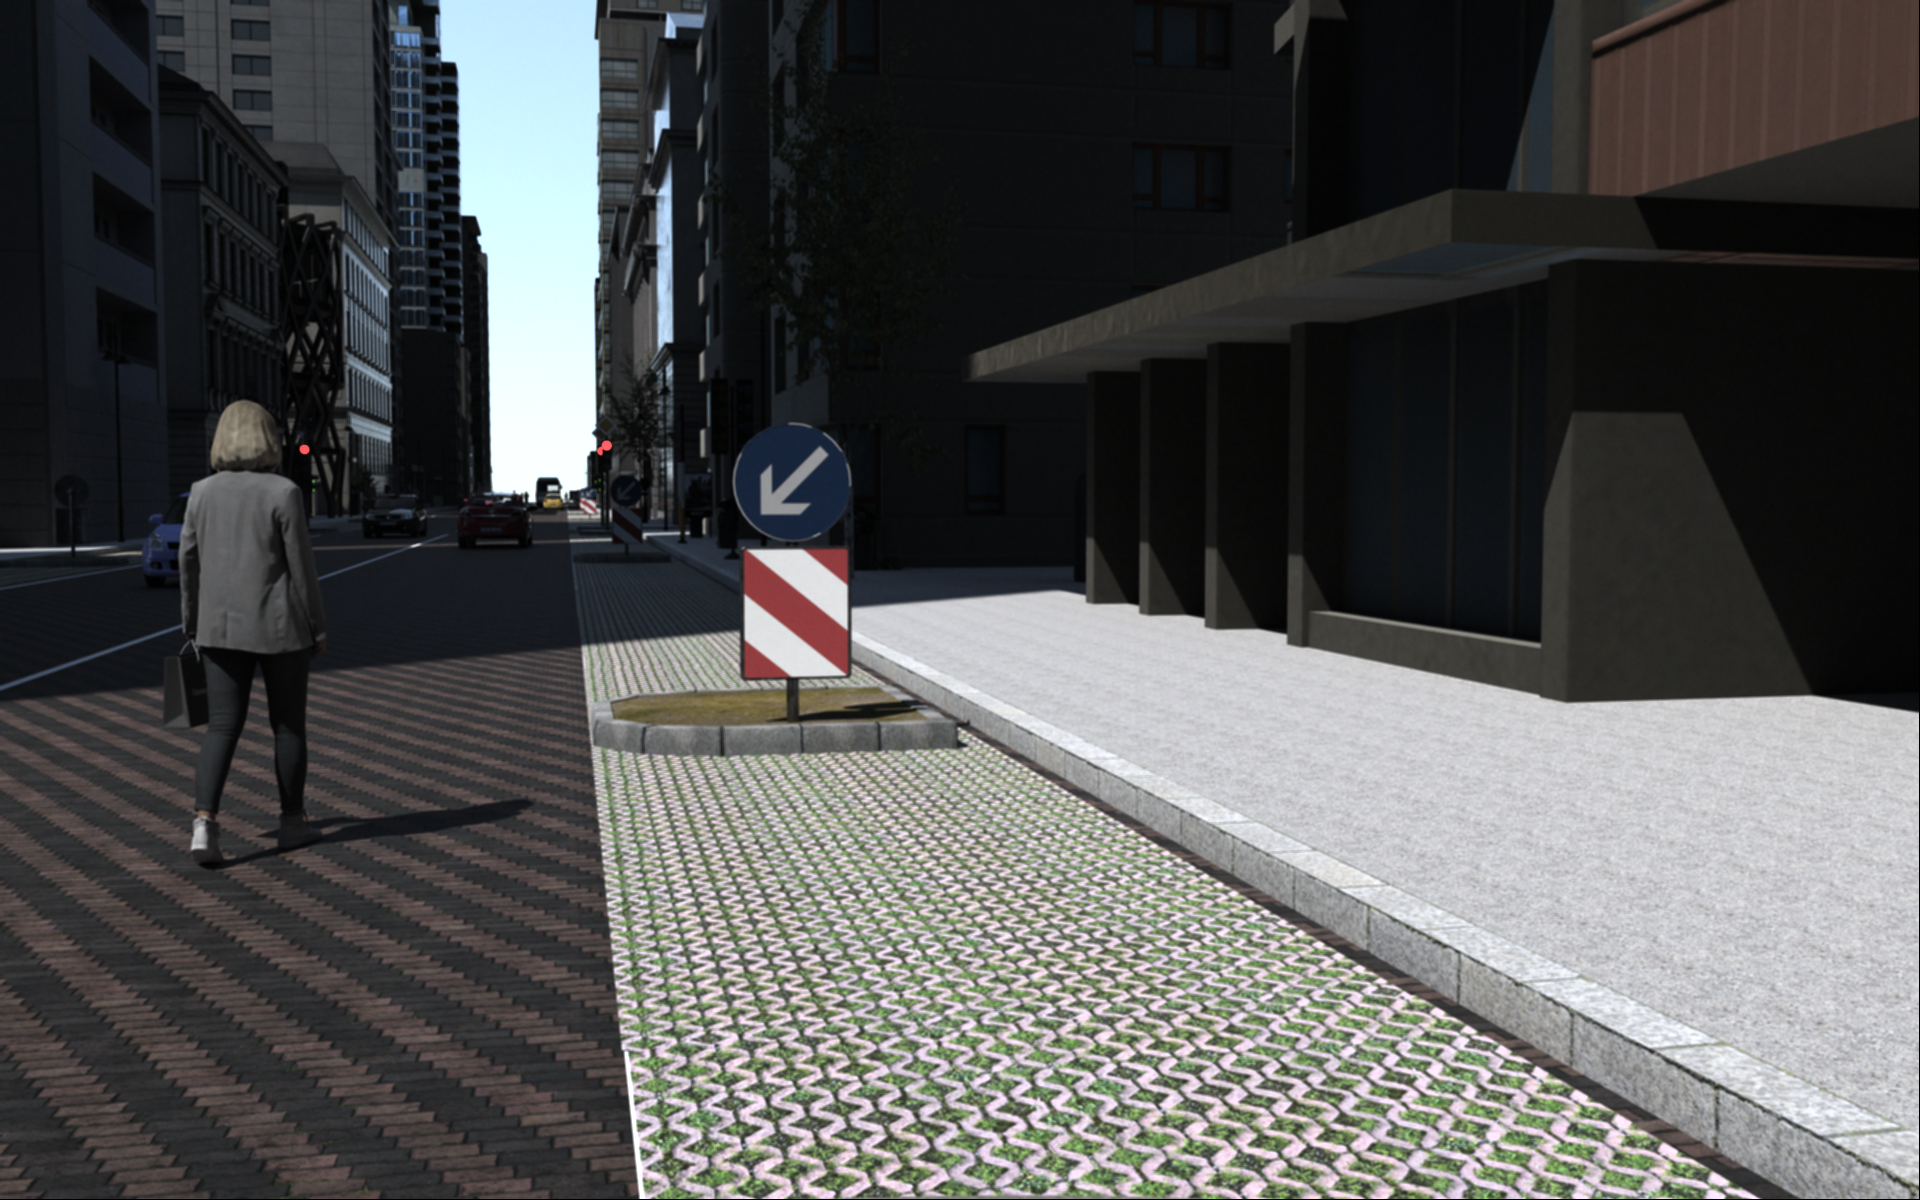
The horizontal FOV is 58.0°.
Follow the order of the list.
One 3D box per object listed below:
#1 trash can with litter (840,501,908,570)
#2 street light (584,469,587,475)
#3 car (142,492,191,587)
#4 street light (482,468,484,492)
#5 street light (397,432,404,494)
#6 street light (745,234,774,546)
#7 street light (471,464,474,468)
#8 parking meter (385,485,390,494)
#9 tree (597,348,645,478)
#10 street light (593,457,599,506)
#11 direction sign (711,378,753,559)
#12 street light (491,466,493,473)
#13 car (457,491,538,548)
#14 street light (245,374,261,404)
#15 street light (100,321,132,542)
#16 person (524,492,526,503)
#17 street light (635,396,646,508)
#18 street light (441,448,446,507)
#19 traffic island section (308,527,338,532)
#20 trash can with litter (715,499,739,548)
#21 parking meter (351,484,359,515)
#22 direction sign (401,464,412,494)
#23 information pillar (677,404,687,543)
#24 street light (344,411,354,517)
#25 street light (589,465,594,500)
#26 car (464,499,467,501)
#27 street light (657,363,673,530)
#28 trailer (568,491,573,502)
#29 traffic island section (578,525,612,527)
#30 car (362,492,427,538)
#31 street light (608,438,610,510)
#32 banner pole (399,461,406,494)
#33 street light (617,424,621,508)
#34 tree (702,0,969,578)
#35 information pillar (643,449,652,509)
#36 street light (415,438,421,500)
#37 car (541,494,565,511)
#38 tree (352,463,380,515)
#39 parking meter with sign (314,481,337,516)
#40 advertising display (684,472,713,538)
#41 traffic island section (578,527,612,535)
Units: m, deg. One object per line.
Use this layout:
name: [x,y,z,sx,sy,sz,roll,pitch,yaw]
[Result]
trash can with litter: [-1.455,-1.099,29.349,1.055,1.170,0.624,-2,4,-27]
street light: [-57.382,-18.040,267.747,0.468,5.910,1.993,-1,4,-13]
car: [-11.994,-1.130,28.075,1.945,1.707,3.694,-1,4,-11]
street light: [-69.319,-17.068,251.854,0.468,5.910,1.993,-1,4,-13]
street light: [-40.728,-9.381,126.159,0.468,5.910,1.993,-1,4,-13]
street light: [-3.506,-3.548,30.799,0.468,5.910,1.993,-1,4,-13]
street light: [-62.570,-15.245,222.040,0.468,5.910,1.993,-1,4,-13]
parking meter: [-36.811,-6.465,111.413,0.255,1.863,0.399,0,4,3]
tree: [-15.636,-8.275,85.653,4.737,8.622,4.395,0,3,0]
street light: [-38.983,-13.091,186.831,0.468,5.910,1.993,-1,4,-13]
direction sign: [-4.474,-2.574,34.083,0.876,3.537,0.379,-2,4,-29]
street light: [-76.088,-18.887,281.583,0.468,5.910,1.993,-1,4,-13]
car: [-12.695,-2.348,47.438,2.155,1.783,4.494,-1,4,-11]
street light: [-27.184,-5.741,66.648,0.468,5.910,1.993,-1,4,-13]
street light: [-22.501,-4.496,46.302,0.468,5.910,1.993,-1,4,-13]
person: [-67.057,-15.810,267.128,0.705,1.807,1.348,-2,4,-32]
street light: [-15.120,-6.677,81.960,0.468,5.910,1.993,-1,4,-13]
street light: [-51.210,-12.172,171.799,0.468,5.910,1.993,-1,4,-13]
traffic island section: [-25.049,-2.700,66.426,2.009,0.180,2.903,-1,4,-13]
trash can with litter: [-5.604,-1.818,41.116,0.624,1.170,1.055,-1,4,-20]
parking meter: [-36.274,-6.000,103.813,0.399,1.863,0.255,1,4,15]
direction sign: [-42.199,-8.575,132.191,0.379,3.537,0.876,3,5,39]
information pillar: [-7.277,-3.293,45.193,0.183,3.616,0.504,-1,4,-21]
street light: [-33.966,-7.559,96.374,0.468,5.910,1.993,-1,4,-13]
street light: [-45.860,-14.924,216.801,0.468,5.910,1.993,-1,4,-13]
car: [-30.711,-6.245,111.142,2.155,1.783,4.494,-1,4,-13]
street light: [-10.396,-5.400,61.072,0.468,5.910,1.993,-1,4,-13]
trailer: [-65.257,-17.407,291.658,1.471,1.999,3.904,-1,4,-12]
traffic island section: [-14.183,-2.851,68.887,2.009,0.180,2.903,-1,4,-13]
car: [-18.898,-2.948,57.985,2.009,1.686,4.222,-1,4,-11]
street light: [-28.794,-10.352,142.044,0.468,5.910,1.993,-1,4,-13]
banner pole: [-41.540,-8.517,129.267,0.401,3.779,0.863,1,4,23]
street light: [-22.060,-8.533,112.307,0.468,5.910,1.993,-1,4,-13]
tree: [-1.702,-4.618,25.866,4.737,8.622,4.395,0,3,0]
information pillar: [-16.055,-5.967,88.920,0.504,3.616,0.183,1,4,18]
street light: [-44.306,-10.340,141.851,0.468,5.910,1.993,-1,4,-13]
car: [-35.437,-8.603,150.879,2.015,1.641,3.980,-1,4,-14]
tree: [-36.266,-6.808,105.914,1.663,3.219,1.824,0,3,0]
parking meter with sign: [-38.136,-6.554,103.413,0.543,3.016,1.738,3,4,39]
advertising display: [-7.756,-2.795,50.905,0.974,1.923,0.123,-1,4,-23]
traffic island section: [-12.410,-2.374,61.100,2.009,0.180,2.903,-1,4,-13]
